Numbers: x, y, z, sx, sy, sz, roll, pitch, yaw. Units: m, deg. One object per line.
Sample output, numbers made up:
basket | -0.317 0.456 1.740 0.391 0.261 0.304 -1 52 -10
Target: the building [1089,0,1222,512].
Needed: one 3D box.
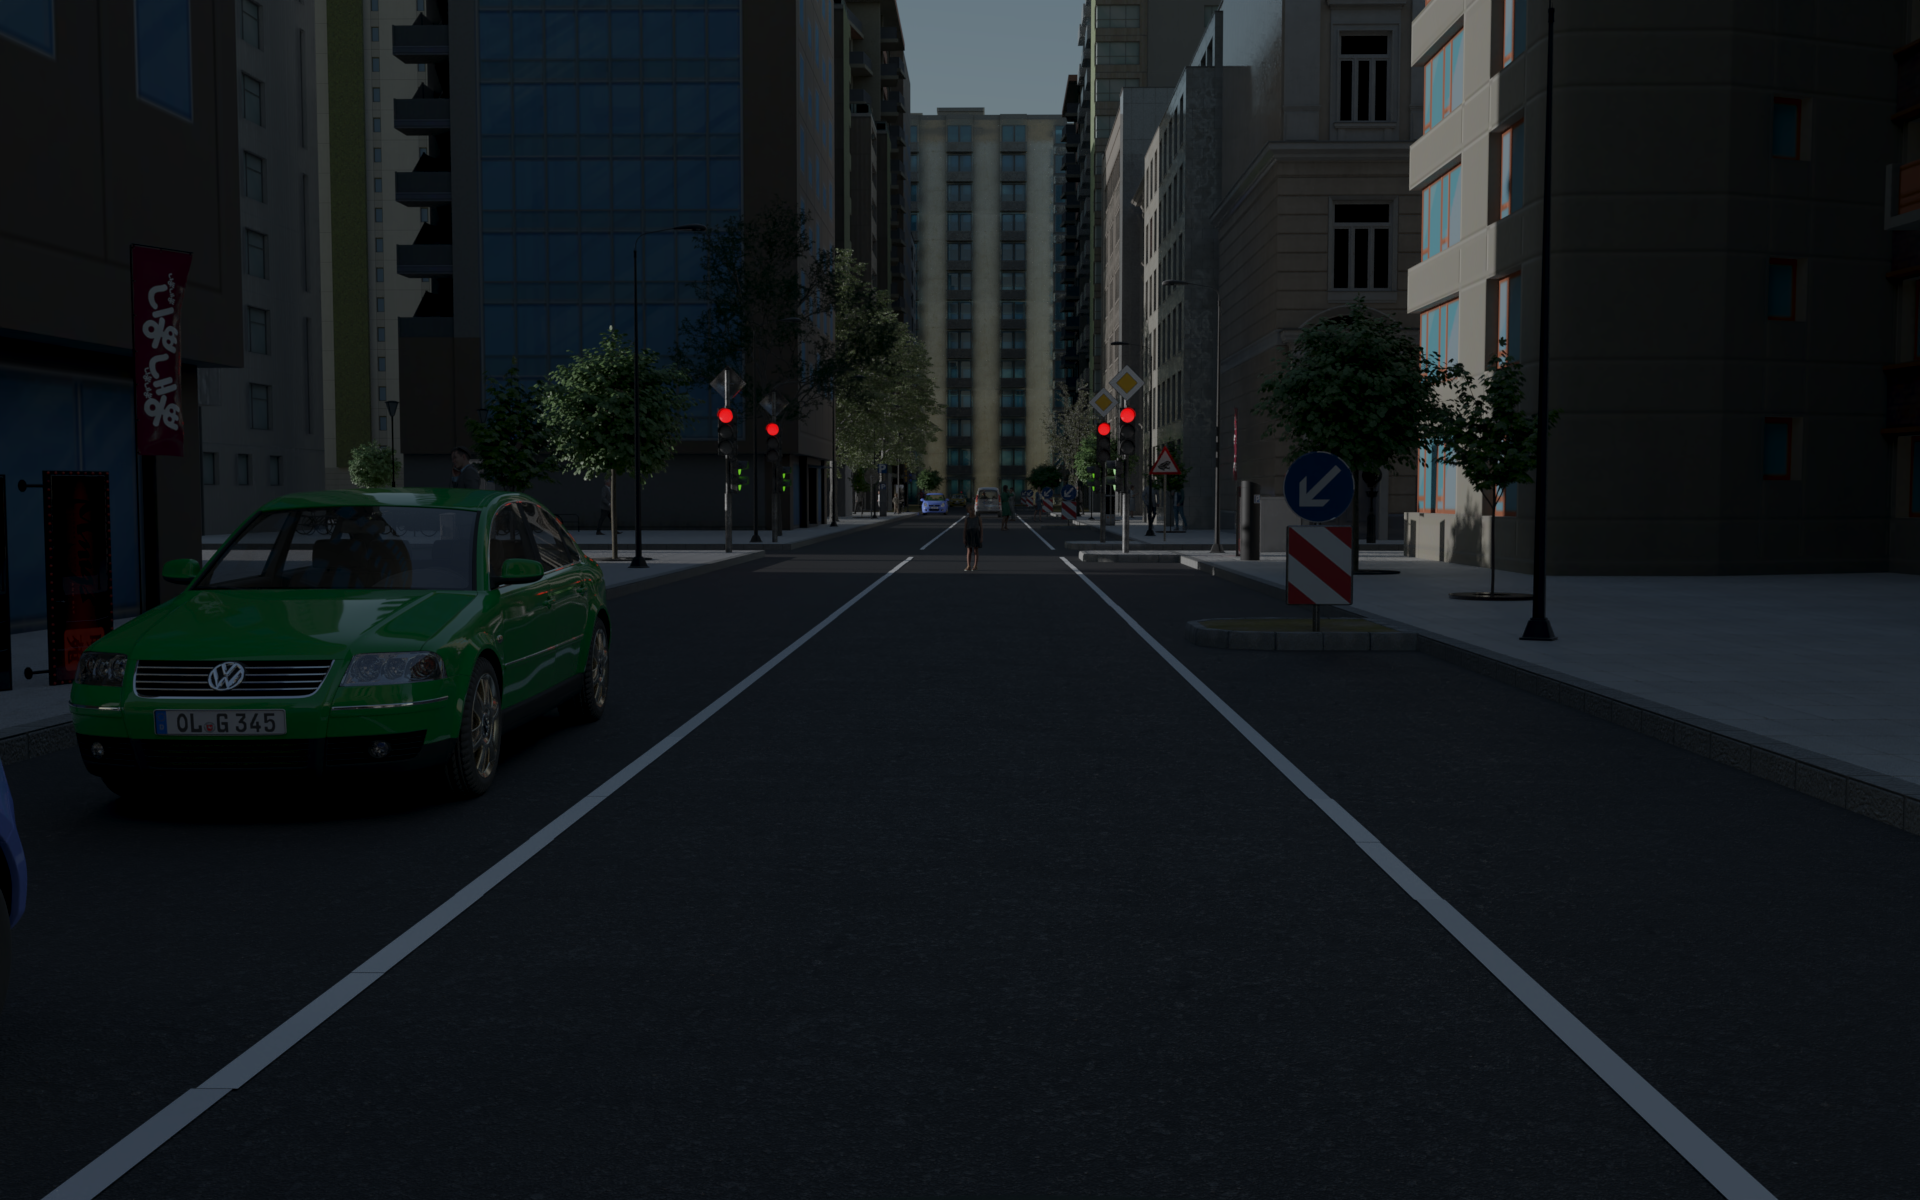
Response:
building | 16.563 -27.182 128.019 14.154 41.232 14.086 0 4 1

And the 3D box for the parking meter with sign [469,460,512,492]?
parking meter with sign | -10.782 -2.594 38.679 1.738 3.016 0.543 1 4 14

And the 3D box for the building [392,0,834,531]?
building | -12.386 -25.458 66.352 14.600 45.320 14.200 0 4 1

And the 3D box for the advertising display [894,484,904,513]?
advertising display | -4.022 -6.699 114.738 0.123 1.923 0.974 2 4 33

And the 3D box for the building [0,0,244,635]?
building | -15.116 -22.096 11.375 14.600 45.320 14.200 0 4 1

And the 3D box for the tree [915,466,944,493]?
tree | -3.442 -13.151 198.739 4.285 4.588 4.351 0 3 0

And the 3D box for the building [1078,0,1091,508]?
building | 21.613 -32.435 149.916 23.786 49.044 30.456 0 4 1

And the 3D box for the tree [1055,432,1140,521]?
tree | 6.962 -6.065 82.869 4.285 4.588 4.351 0 3 0

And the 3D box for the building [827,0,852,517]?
building | -13.537 -19.780 95.099 14.160 30.474 14.107 0 4 1

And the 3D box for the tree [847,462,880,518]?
tree | -5.201 -5.954 91.951 1.663 3.219 1.824 0 3 0

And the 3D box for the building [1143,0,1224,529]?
building | 13.380 -13.174 70.153 10.420 20.320 16.860 0 4 1

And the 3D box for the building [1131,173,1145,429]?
building | 15.452 -15.508 89.719 11.583 22.565 21.152 0 4 1

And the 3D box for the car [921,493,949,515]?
car | -1.711 -6.687 118.925 1.945 1.707 3.694 0 4 1

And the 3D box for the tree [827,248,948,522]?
tree | -6.074 -9.912 80.192 7.486 12.596 7.792 0 3 0

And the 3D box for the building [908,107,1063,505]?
building | 0.051 -36.557 217.320 30.456 49.044 23.786 0 4 1

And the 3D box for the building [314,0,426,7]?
building | -61.357 -39.355 185.452 28.212 58.520 21.231 0 4 1

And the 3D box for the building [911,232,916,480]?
building | -11.876 -25.500 188.631 14.107 30.474 14.160 0 4 1

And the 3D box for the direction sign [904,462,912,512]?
direction sign | -3.635 -7.870 120.678 0.379 3.537 0.876 3 4 37

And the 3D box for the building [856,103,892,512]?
building | -12.501 -21.819 128.438 14.160 30.474 14.107 0 4 1

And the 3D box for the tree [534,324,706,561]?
tree | -6.635 -3.052 33.617 4.285 4.588 4.351 0 3 0

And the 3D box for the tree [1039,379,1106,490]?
tree | 7.178 -9.774 110.164 4.360 8.622 3.978 0 3 0

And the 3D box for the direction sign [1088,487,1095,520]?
direction sign | 6.608 -5.808 86.953 0.379 3.537 0.876 2 4 31

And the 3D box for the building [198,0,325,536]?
building | -30.163 -22.742 55.435 14.086 41.232 14.154 0 4 1

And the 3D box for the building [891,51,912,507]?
building | -12.123 -31.927 172.116 14.600 45.320 14.200 0 4 1

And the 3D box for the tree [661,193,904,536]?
tree | -5.436 -7.250 52.954 8.767 10.594 7.601 1 4 17

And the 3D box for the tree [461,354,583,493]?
tree | -6.069 -1.801 24.053 1.663 3.219 1.824 0 3 0

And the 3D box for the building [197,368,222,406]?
building | -20.437 -15.607 26.874 14.107 30.474 14.160 0 4 1

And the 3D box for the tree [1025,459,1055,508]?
tree | 8.100 -10.906 162.021 4.285 4.588 4.351 0 3 0

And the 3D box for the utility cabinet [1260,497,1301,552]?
utility cabinet | 7.015 -1.658 38.276 1.020 1.237 0.306 -1 4 -17

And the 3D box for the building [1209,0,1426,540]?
building | 18.548 -16.368 53.524 20.117 28.700 13.634 0 4 1

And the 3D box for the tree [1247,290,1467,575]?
tree | 6.379 -2.715 28.102 4.285 4.588 4.351 0 3 0

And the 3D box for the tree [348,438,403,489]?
tree | -34.494 -7.239 102.074 4.285 4.588 4.351 0 3 0

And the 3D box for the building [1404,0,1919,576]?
building | 22.771 -10.743 20.695 27.650 21.520 28.899 0 4 1

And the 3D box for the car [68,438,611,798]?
car | -3.137 -0.048 9.581 1.959 1.807 4.718 0 4 -1

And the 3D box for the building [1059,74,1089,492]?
building | 21.669 -32.118 179.754 22.147 44.769 28.867 0 4 1

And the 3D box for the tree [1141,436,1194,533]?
tree | 7.020 -3.855 57.628 1.663 3.219 1.824 0 3 0

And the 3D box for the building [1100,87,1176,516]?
building | 15.635 -17.905 110.766 12.078 24.808 19.932 0 4 1

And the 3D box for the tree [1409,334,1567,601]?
tree | 6.585 -1.617 21.038 1.663 3.219 1.824 0 3 0

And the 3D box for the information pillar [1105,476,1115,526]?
information pillar | 6.104 -4.027 70.329 0.304 2.012 0.304 3 5 45

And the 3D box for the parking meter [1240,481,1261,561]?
parking meter | 5.618 -1.534 33.500 0.372 1.533 0.369 0 3 0

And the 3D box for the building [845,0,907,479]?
building | -16.080 -30.330 150.520 22.147 44.769 28.867 0 4 1

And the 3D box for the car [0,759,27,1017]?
car | -3.257 0.413 2.834 1.945 1.707 3.694 0 4 1

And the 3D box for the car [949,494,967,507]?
car | -0.232 -11.045 190.807 2.015 1.641 3.980 0 4 2

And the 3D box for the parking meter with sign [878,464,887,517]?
parking meter with sign | -4.422 -6.283 98.994 0.543 3.016 1.738 0 4 -4
